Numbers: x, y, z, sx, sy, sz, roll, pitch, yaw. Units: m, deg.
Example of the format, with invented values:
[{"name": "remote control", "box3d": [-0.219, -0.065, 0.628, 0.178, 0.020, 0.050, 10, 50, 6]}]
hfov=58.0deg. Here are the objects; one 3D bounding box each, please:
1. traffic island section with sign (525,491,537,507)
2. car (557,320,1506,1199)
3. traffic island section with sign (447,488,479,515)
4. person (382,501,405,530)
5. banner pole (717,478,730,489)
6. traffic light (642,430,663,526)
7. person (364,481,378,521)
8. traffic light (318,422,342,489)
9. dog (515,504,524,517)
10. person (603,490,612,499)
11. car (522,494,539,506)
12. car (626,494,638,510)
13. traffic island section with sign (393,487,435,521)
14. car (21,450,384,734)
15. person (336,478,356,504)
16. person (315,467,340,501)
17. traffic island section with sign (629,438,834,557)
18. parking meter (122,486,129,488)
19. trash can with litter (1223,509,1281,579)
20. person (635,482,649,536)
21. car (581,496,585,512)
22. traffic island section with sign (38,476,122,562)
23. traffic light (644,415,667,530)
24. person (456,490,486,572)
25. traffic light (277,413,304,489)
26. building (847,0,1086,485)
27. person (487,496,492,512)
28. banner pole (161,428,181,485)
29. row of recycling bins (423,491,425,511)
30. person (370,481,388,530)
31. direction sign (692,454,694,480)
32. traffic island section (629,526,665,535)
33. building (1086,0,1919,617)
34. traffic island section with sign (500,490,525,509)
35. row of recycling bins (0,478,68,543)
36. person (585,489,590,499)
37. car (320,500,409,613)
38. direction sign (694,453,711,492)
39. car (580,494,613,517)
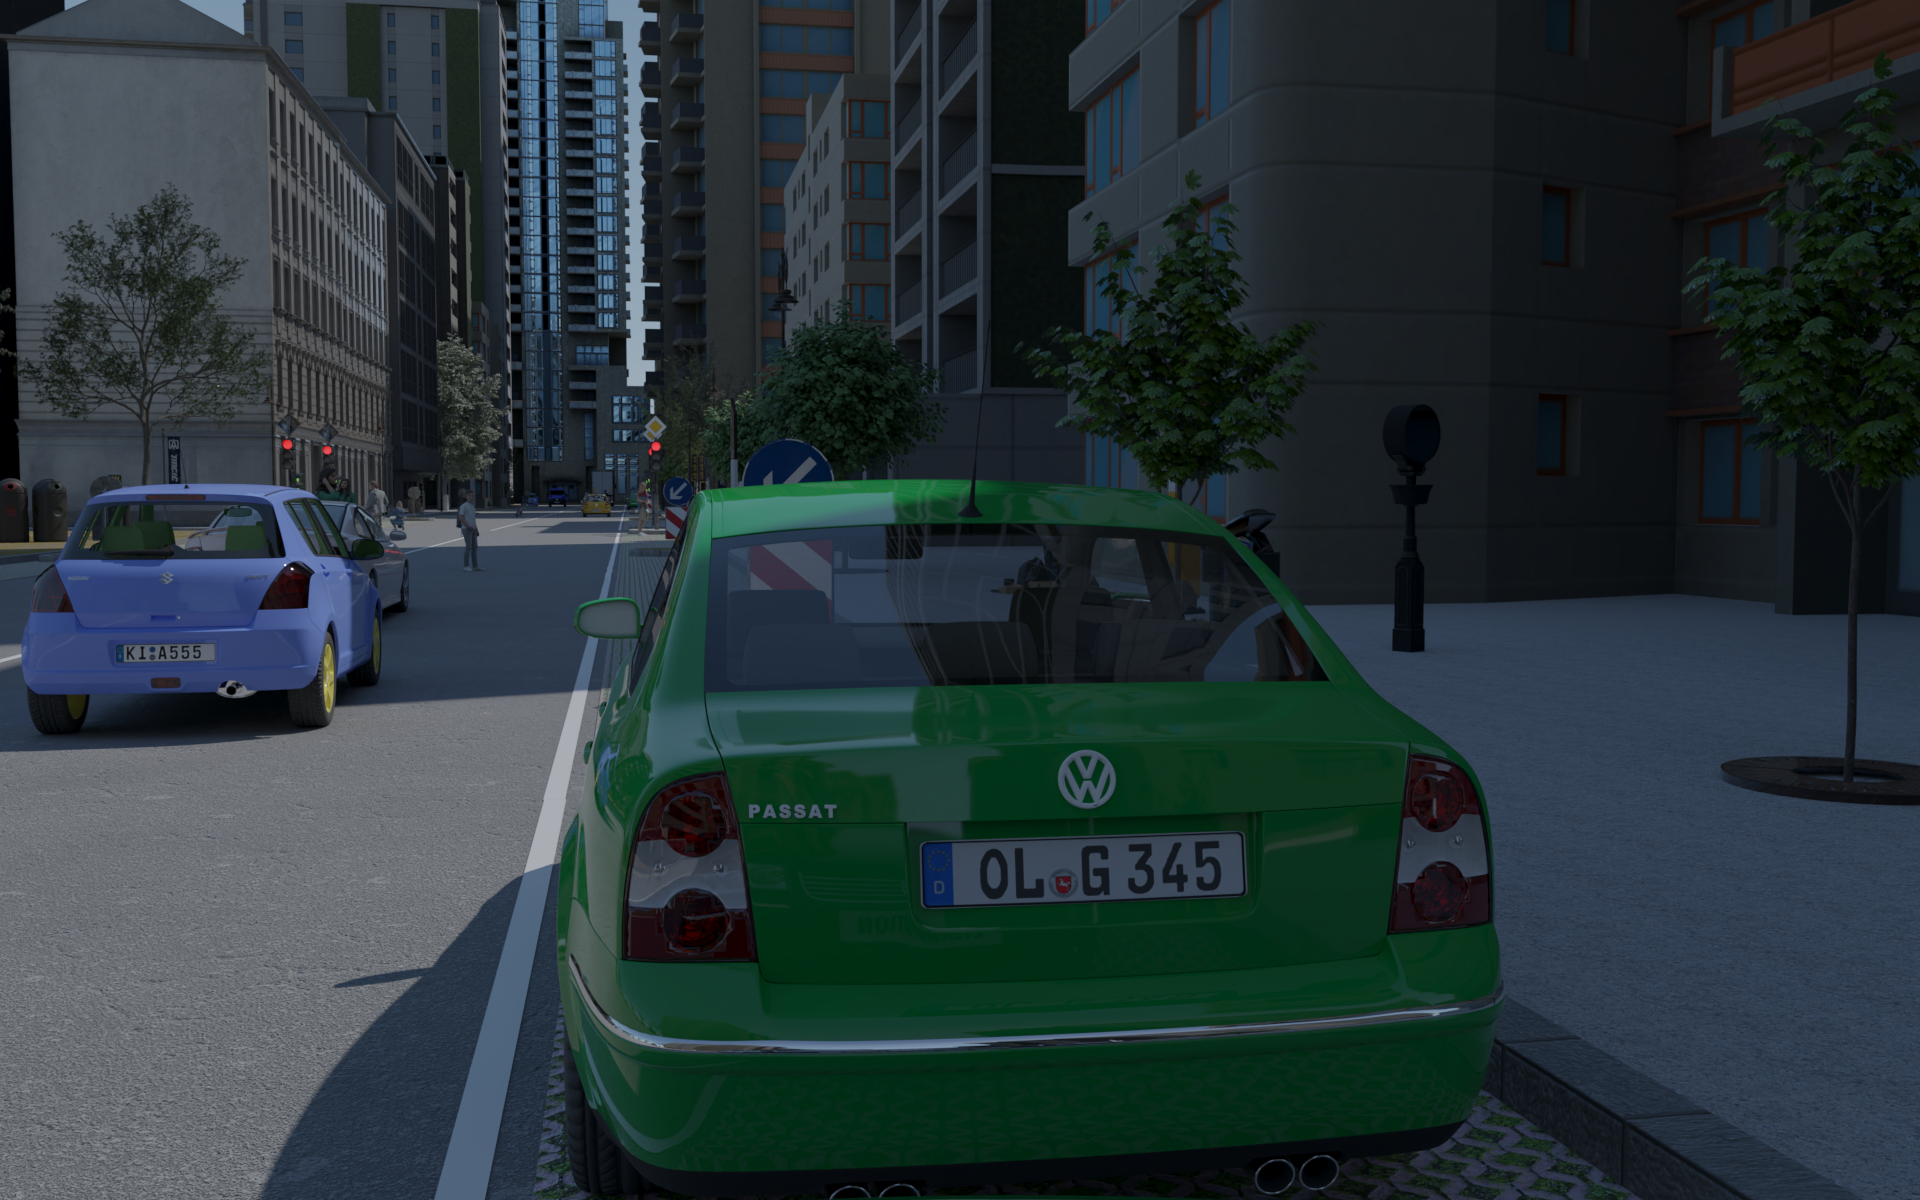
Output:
[{"name": "traffic island section with sign", "box3d": [-48.600, -11.366, 194.457, 1.989, 1.847, 2.006, -1, 4, -11]}, {"name": "car", "box3d": [-0.156, 0.230, 5.029, 1.959, 1.807, 4.718, -1, 4, -9]}, {"name": "traffic island section with sign", "box3d": [-34.172, -6.760, 119.151, 1.989, 1.847, 2.006, -1, 4, -11]}, {"name": "person", "box3d": [-22.480, -3.359, 68.926, 1.012, 1.151, 0.738, -3, 5, -40]}, {"name": "banner pole", "box3d": [-13.020, -6.485, 96.040, 0.863, 3.779, 0.401, -1, 4, -16]}, {"name": "traffic light", "box3d": [-12.412, -4.954, 69.922, 0.839, 4.253, 0.868, -1, 4, -11]}, {"name": "person", "box3d": [-16.026, -2.333, 46.921, 0.573, 1.790, 0.520, -2, 4, -29]}, {"name": "traffic light", "box3d": [-24.599, -4.811, 67.580, 0.839, 4.253, 0.868, -1, 4, -11]}, {"name": "dog", "box3d": [-27.665, -5.594, 108.297, 0.800, 0.831, 0.513, 0, 4, -8]}, {"name": "person", "box3d": [-37.066, -10.575, 181.035, 1.348, 1.869, 0.705, -1, 4, -15]}, {"name": "car", "box3d": [-50.945, -11.980, 205.462, 1.945, 1.707, 3.694, -1, 4, -11]}, {"name": "car", "box3d": [-29.379, -9.102, 157.605, 1.959, 1.807, 4.718, -1, 4, -12]}, {"name": "traffic island section with sign", "box3d": [-28.973, -5.101, 92.021, 1.989, 1.847, 2.006, -1, 4, -11]}, {"name": "car", "box3d": [-4.968, -0.133, 11.760, 1.945, 1.707, 3.694, -1, 4, -12]}, {"name": "person", "box3d": [-14.163, -1.907, 39.934, 0.600, 1.795, 0.529, -1, 4, -15]}, {"name": "person", "box3d": [-8.535, -0.896, 23.398, 0.529, 1.795, 0.600, 0, 4, -1]}, {"name": "traffic island section with sign", "box3d": [-1.468, -0.275, 13.128, 1.989, 1.847, 2.006, -1, 4, -11]}, {"name": "parking meter", "box3d": [-25.183, -2.673, 52.119, 0.372, 1.533, 0.369, 0, 3, 0]}, {"name": "trash can with litter", "box3d": [1.939, -0.120, 13.346, 0.624, 1.170, 1.055, -3, 5, -44]}, {"name": "person", "box3d": [-10.858, -3.104, 59.231, 0.573, 1.828, 0.580, -2, 4, -35]}, {"name": "car", "box3d": [-29.507, -7.793, 139.414, 2.014, 1.417, 4.499, -1, 4, -9]}, {"name": "traffic island section with sign", "box3d": [-18.500, -1.756, 37.332, 1.989, 1.847, 2.006, -1, 4, -11]}, {"name": "traffic light", "box3d": [-10.909, -4.475, 62.079, 0.839, 4.253, 0.868, -1, 4, -11]}, {"name": "person", "box3d": [-9.079, -1.286, 32.128, 0.523, 1.515, 0.503, -1, 4, -15]}, {"name": "traffic light", "box3d": [-23.097, -4.331, 59.737, 0.839, 4.253, 0.868, -1, 4, -11]}, {"name": "building", "box3d": [7.538, -37.181, 46.168, 20.563, 71.187, 20.611, -1, 4, -11]}, {"name": "person", "box3d": [-38.599, -7.879, 141.998, 0.373, 1.253, 0.362, -2, 4, -24]}, {"name": "banner pole", "box3d": [-30.012, -4.637, 65.833, 0.401, 3.779, 0.863, 3, 5, 44]}, {"name": "row of recycling bins", "box3d": [-41.740, -7.460, 129.078, 3.534, 1.692, 1.069, -1, 4, -18]}, {"name": "person", "box3d": [-17.304, -2.620, 51.438, 0.391, 1.810, 0.635, 1, 4, 18]}, {"name": "direction sign", "box3d": [-14.929, -6.535, 98.846, 0.876, 3.537, 0.379, 2, 4, 25]}, {"name": "traffic island section", "box3d": [-10.868, -2.442, 62.201, 2.009, 0.180, 2.903, -1, 4, -11]}, {"name": "building", "box3d": [18.065, -10.481, 16.407, 27.650, 21.520, 28.899, -1, 4, -11]}, {"name": "traffic island section with sign", "box3d": [-43.522, -9.746, 167.982, 1.989, 1.847, 2.006, -1, 4, -11]}, {"name": "row of recycling bins", "box3d": [-25.485, -2.352, 45.571, 3.534, 1.692, 1.069, -2, 4, -35]}, {"name": "person", "box3d": [-27.384, -7.240, 127.138, 0.793, 1.790, 0.793, 2, 4, 32]}, {"name": "car", "box3d": [-7.350, -0.432, 19.419, 2.083, 1.381, 4.827, -1, 4, -11]}, {"name": "direction sign", "box3d": [-14.272, -6.414, 96.860, 0.379, 3.537, 0.876, 3, 4, 38]}, {"name": "car", "box3d": [-22.706, -5.995, 108.239, 2.015, 1.641, 3.980, -1, 4, -12]}]
